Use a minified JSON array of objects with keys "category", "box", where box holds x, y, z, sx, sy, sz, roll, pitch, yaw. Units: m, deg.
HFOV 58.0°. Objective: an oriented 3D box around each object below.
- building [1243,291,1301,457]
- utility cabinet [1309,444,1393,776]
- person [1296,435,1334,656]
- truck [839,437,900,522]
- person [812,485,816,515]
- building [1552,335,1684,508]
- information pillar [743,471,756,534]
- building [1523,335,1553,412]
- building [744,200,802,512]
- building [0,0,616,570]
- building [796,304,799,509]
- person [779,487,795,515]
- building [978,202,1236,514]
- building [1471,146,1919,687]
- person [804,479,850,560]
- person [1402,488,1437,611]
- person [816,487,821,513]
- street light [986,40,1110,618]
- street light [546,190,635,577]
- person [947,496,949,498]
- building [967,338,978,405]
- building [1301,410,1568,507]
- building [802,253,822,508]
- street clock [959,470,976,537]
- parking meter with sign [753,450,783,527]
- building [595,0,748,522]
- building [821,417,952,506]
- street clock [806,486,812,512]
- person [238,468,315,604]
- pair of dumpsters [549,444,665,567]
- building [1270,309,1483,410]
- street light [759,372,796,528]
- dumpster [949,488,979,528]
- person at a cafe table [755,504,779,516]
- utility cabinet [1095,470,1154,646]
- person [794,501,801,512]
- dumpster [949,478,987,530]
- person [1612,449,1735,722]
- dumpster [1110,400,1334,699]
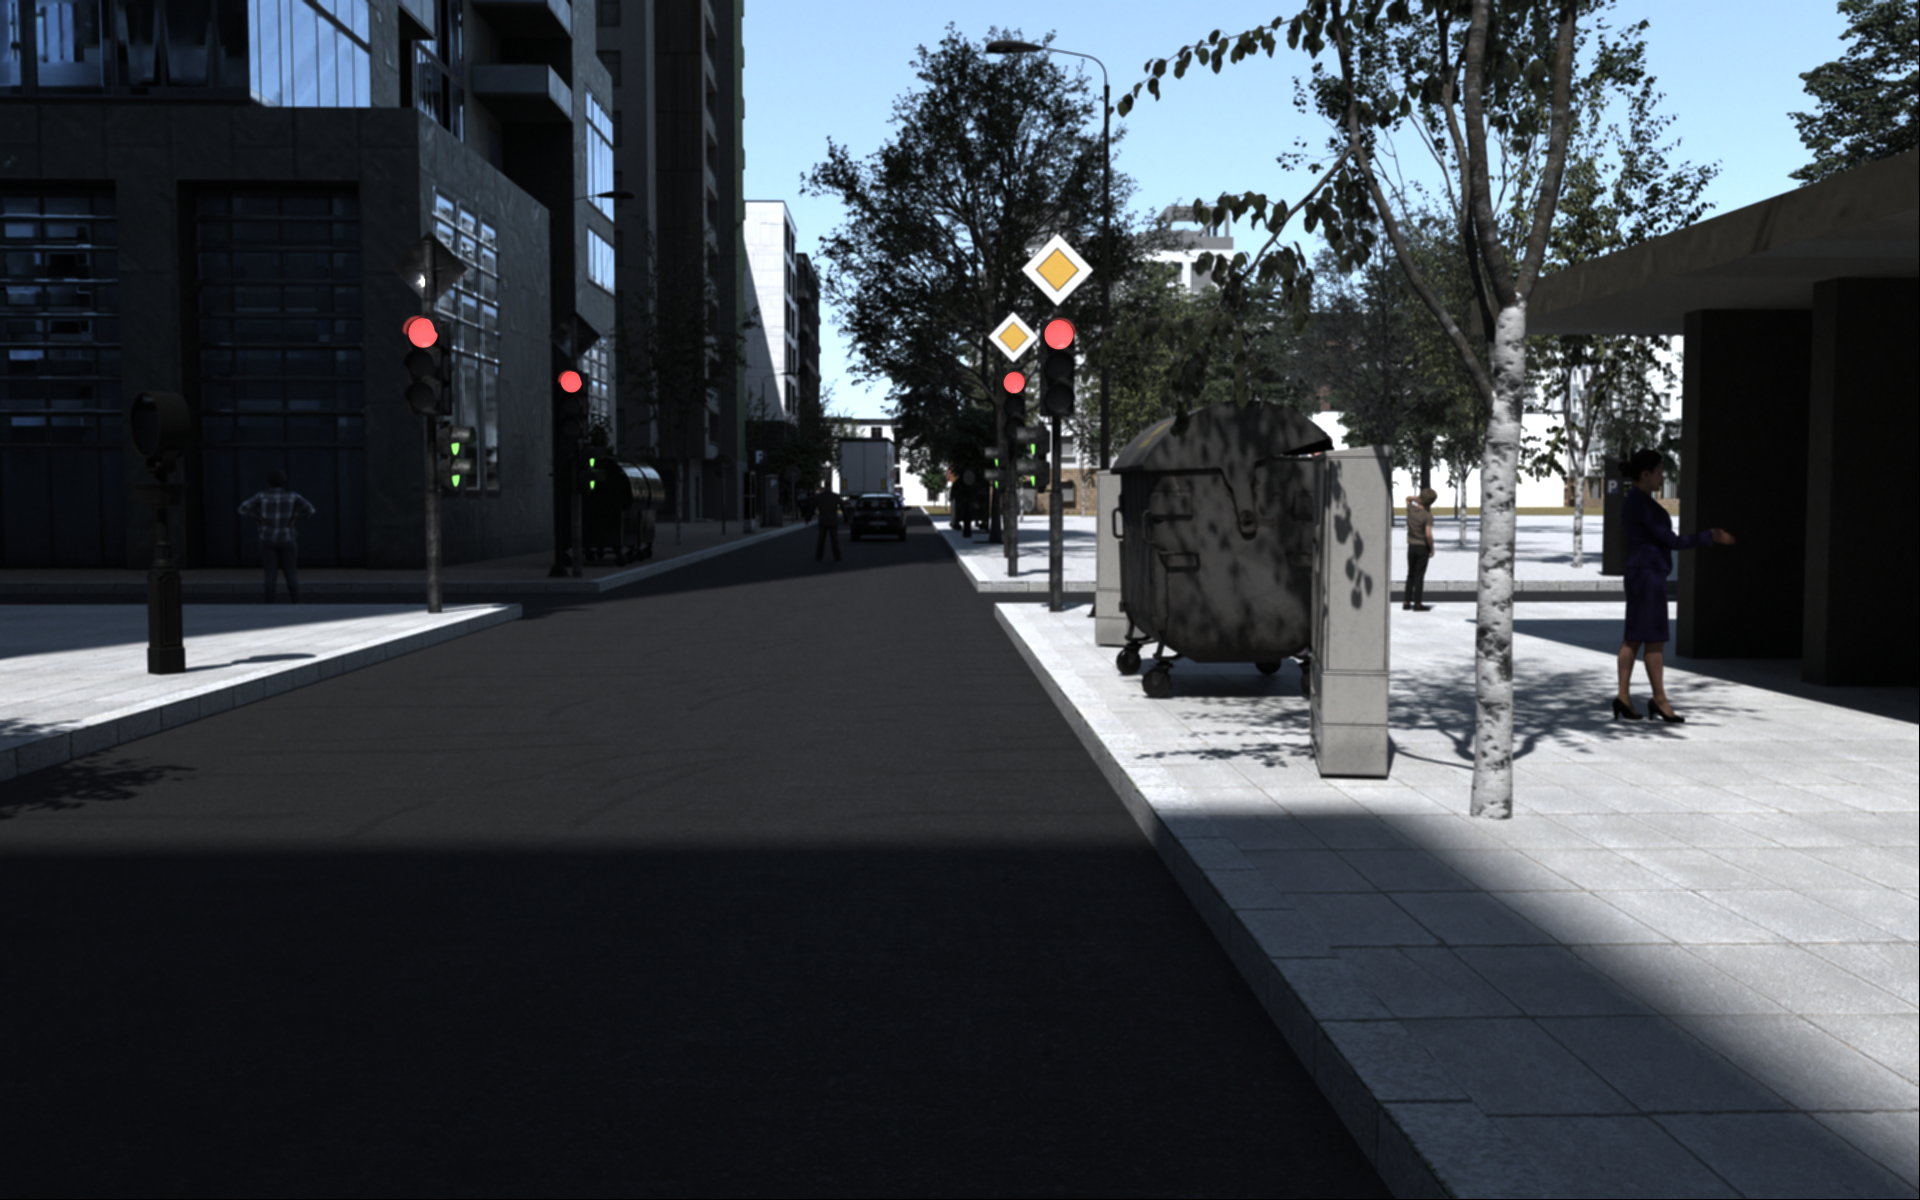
[{"category":"building","box":[25.971,-19.064,168.111,11.380,20.091,16.016,0,4,-2]},{"category":"utility cabinet","box":[1.850,0.023,8.311,0.318,1.500,1.173,1,4,9]},{"category":"person","box":[2.871,-0.424,13.513,0.617,1.759,0.750,0,4,-5]},{"category":"truck","box":[-4.749,-6.251,91.123,2.839,4.237,11.283,0,3,0]},{"category":"person","box":[-8.761,-5.988,103.889,0.705,1.831,1.348,0,4,-6]},{"category":"building","box":[66.744,-19.138,169.320,11.380,20.091,16.016,0,4,-2]},{"category":"information pillar","box":[-6.860,-3.173,56.368,0.304,2.012,0.304,1,4,22]},{"category":"building","box":[63.884,-20.919,198.438,11.380,20.091,16.016,0,4,-2]},{"category":"building","box":[-26.082,-16.772,118.191,27.936,21.610,32.646,0,4,-2]},{"category":"building","box":[-20.617,-44.595,41.798,22.319,86.520,31.000,0,4,-2]},{"category":"building","box":[-21.009,-17.367,140.371,16.016,20.091,11.380,0,4,-2]},{"category":"person","box":[-10.683,-6.117,106.882,1.217,1.723,0.721,1,4,9]},{"category":"building","box":[9.638,-16.013,118.229,16.016,20.091,11.380,0,4,-2]},{"category":"building","box":[15.665,-21.134,0.167,22.147,44.769,28.867,0,4,-2]},{"category":"person","box":[-2.878,-1.745,37.585,0.990,1.755,0.434,0,4,3]},{"category":"person","box":[5.040,-0.557,19.052,0.435,1.345,0.340,3,5,40]},{"category":"person","box":[-9.705,-6.926,119.292,0.705,1.824,1.348,2,4,26]},{"category":"street light","box":[0.964,-2.774,17.903,1.470,5.913,1.316,0,4,-2]},{"category":"street light","box":[-5.672,-3.309,26.640,1.470,5.913,1.316,0,4,-2]},{"category":"person","box":[-0.531,-8.786,149.707,1.348,1.822,0.705,2,4,29]},{"category":"building","box":[8.931,-16.707,129.572,16.016,20.091,11.380,0,4,-2]},{"category":"building","box":[46.306,-14.098,172.642,28.070,9.664,9.099,0,4,-2]},{"category":"building","box":[-29.661,-19.350,160.352,32.646,21.610,27.936,0,4,-2]},{"category":"street clock","box":[0.215,-2.856,51.266,0.471,2.002,0.358,-2,4,-34]},{"category":"parking meter with sign","box":[-7.490,-4.393,68.090,0.543,3.016,1.738,-2,4,-33]},{"category":"building","box":[-17.661,-24.256,80.178,14.154,41.232,14.086,0,4,-2]},{"category":"building","box":[-11.998,-15.371,193.464,28.070,9.664,9.099,0,4,-2]},{"category":"street clock","box":[-8.053,-5.361,92.214,0.358,2.002,0.471,-1,4,-13]},{"category":"person","box":[-8.047,-0.686,20.445,0.841,1.734,0.376,-1,4,-17]},{"category":"pair of dumpsters","box":[-6.572,-1.829,32.393,1.574,2.255,4.437,0,4,-2]},{"category":"building","box":[41.666,-22.099,205.297,32.646,21.610,27.936,0,4,-2]},{"category":"street light","box":[-6.934,-5.712,65.931,1.470,5.913,1.316,0,4,-2]},{"category":"dumpster","box":[0.206,-3.727,66.697,1.264,1.857,1.865,0,4,-2]},{"category":"person at a cafe table","box":[-11.345,-5.633,100.609,1.698,1.524,1.622,2,4,28]},{"category":"utility cabinet","box":[1.543,-0.385,14.966,0.318,1.500,1.173,2,4,29]},{"category":"person","box":[-11.181,-6.921,122.468,1.065,1.426,0.557,0,4,-5]},{"category":"dumpster","box":[0.363,-3.625,61.764,1.502,2.255,1.985,0,4,-1]},{"category":"person","box":[3.981,-0.083,9.766,0.546,1.535,0.453,-1,4,-12]},{"category":"dumpster","box":[1.725,-0.352,11.516,1.264,1.857,1.865,0,4,-2]}]
